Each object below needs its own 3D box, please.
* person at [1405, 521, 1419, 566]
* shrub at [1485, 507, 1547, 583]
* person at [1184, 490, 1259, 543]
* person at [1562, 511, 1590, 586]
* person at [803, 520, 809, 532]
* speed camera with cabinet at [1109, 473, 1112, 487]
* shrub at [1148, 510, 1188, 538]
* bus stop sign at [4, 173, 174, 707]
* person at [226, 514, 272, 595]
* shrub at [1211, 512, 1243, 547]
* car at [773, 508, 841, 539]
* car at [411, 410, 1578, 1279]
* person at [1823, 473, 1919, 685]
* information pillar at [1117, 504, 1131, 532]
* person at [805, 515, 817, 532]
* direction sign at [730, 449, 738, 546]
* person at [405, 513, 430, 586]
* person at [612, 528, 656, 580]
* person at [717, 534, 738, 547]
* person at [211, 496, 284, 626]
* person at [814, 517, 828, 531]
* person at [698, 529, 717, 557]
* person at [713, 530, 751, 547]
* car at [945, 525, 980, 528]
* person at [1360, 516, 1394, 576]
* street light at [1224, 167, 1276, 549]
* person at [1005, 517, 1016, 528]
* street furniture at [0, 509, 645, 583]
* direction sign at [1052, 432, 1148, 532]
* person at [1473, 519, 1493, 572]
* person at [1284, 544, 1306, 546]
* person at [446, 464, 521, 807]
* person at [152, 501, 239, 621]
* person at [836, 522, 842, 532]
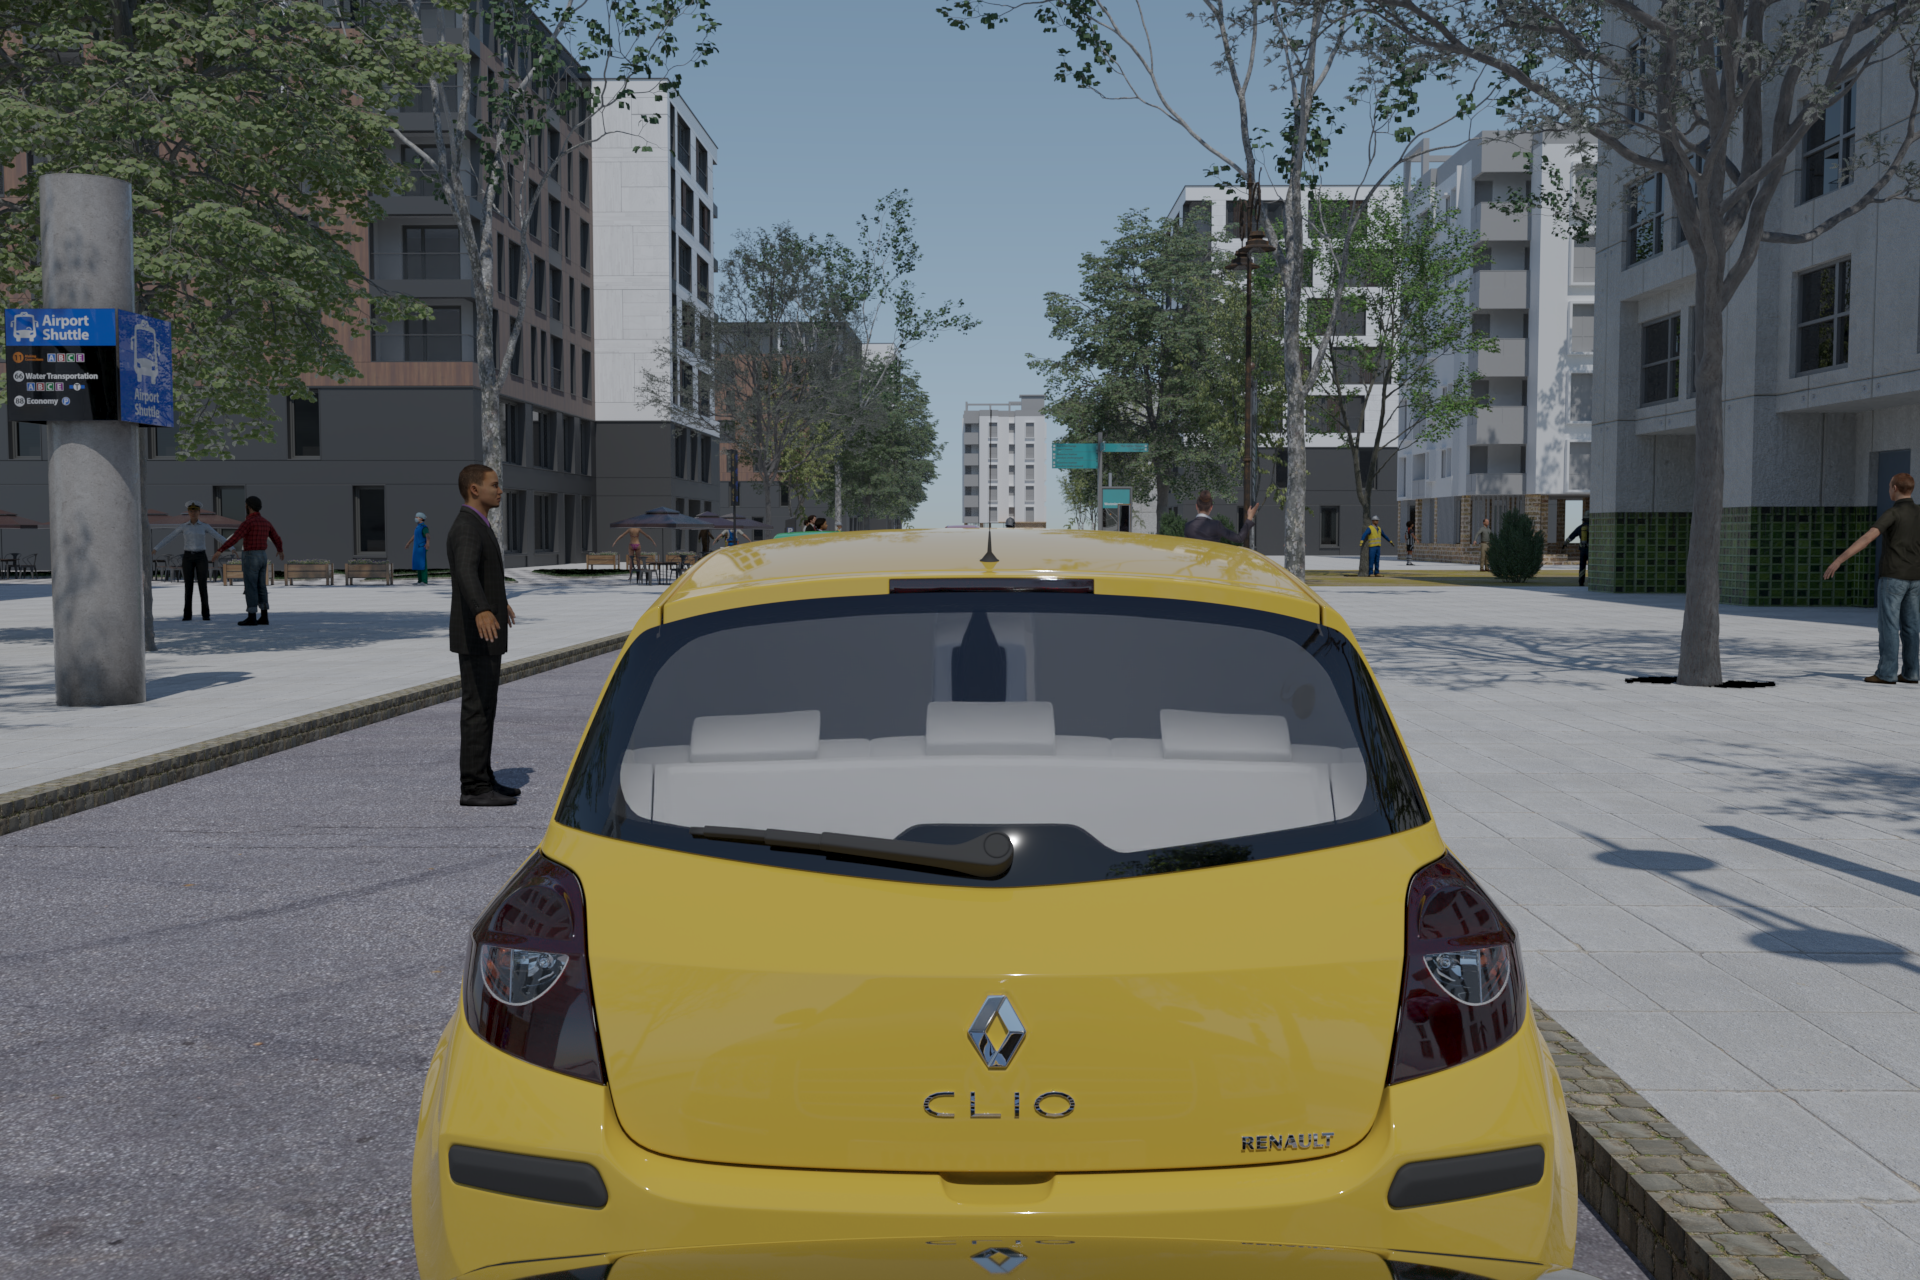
[{"bbox_3d":[18.330,-3.933,70.446,0.704,1.843,1.345,0,4,-6],"label":"person"},{"bbox_3d":[14.672,-2.530,45.782,1.690,2.028,1.600,0,3,0],"label":"shrub"},{"bbox_3d":[2.649,-0.661,17.655,0.742,1.727,0.445,0,4,2],"label":"person"},{"bbox_3d":[15.438,-2.250,42.574,1.354,1.856,0.705,3,5,42],"label":"person"},{"bbox_3d":[-5.657,-3.557,64.340,0.705,1.806,1.347,0,4,-2],"label":"person"},{"bbox_3d":[5.016,-3.733,55.371,0.660,3.252,2.038,0,4,2],"label":"speed camera with cabinet"},{"bbox_3d":[6.209,-2.841,50.862,1.690,2.028,1.600,0,3,0],"label":"shrub"},{"bbox_3d":[-6.518,-1.469,13.033,0.837,3.901,0.837,0,4,1],"label":"bus stop sign"},{"bbox_3d":[-15.041,-1.830,36.749,1.217,1.735,0.721,-1,4,-18],"label":"person"},{"bbox_3d":[8.747,-3.286,58.152,1.690,2.028,1.600,0,3,0],"label":"shrub"},{"bbox_3d":[-1.822,-0.859,22.842,1.959,1.807,4.718,0,4,1],"label":"car"},{"bbox_3d":[0.050,0.371,4.163,2.015,1.641,3.980,0,3,0],"label":"car"},{"bbox_3d":[8.043,-0.529,14.865,1.348,1.803,0.705,-1,4,-16],"label":"person"},{"bbox_3d":[3.990,-2.307,42.209,0.304,2.012,0.304,0,4,1],"label":"information pillar"},{"bbox_3d":[-4.044,-2.542,47.748,0.705,1.806,1.347,1,4,21],"label":"person"},{"bbox_3d":[-6.052,-3.333,46.493,0.379,3.537,0.876,0,4,3],"label":"direction sign"},{"bbox_3d":[-13.449,-2.262,43.112,0.704,1.817,1.347,-3,5,-40],"label":"person"},{"bbox_3d":[-9.131,-2.556,48.596,1.217,1.733,0.721,-1,4,-13],"label":"person"},{"bbox_3d":[-10.542,-4.471,78.863,0.705,1.858,1.354,3,4,37],"label":"person"},{"bbox_3d":[-9.923,-1.113,24.309,0.704,1.816,1.345,1,4,20],"label":"person"},{"bbox_3d":[-2.500,-1.417,32.347,0.721,1.740,1.216,-1,4,-13],"label":"person"},{"bbox_3d":[-10.597,-4.049,72.345,0.704,1.812,1.346,-3,5,-41],"label":"person"},{"bbox_3d":[-7.719,-3.238,58.796,1.347,1.847,0.705,0,4,-7],"label":"person"},{"bbox_3d":[0.124,-3.892,72.309,2.281,1.827,5.304,0,4,2],"label":"car"},{"bbox_3d":[12.419,-2.803,51.791,1.349,1.833,0.705,-2,4,-30],"label":"person"},{"bbox_3d":[3.714,-3.031,22.348,0.468,5.910,1.993,0,4,2],"label":"street light"},{"bbox_3d":[1.270,-2.151,43.396,1.354,1.858,0.705,2,4,28],"label":"person"},{"bbox_3d":[-24.188,-2.866,51.896,27.439,1.986,14.083,0,4,4],"label":"street furniture"},{"bbox_3d":[3.684,-3.439,44.998,2.525,3.948,1.411,0,4,-1],"label":"direction sign"},{"bbox_3d":[17.933,-3.229,59.059,1.348,1.796,0.705,-2,4,-31],"label":"person"},{"bbox_3d":[13.993,-3.861,72.394,0.991,1.433,0.599,-1,4,-12],"label":"person"},{"bbox_3d":[-2.533,-0.034,9.234,0.704,1.802,1.346,-1,4,-11],"label":"person"},{"bbox_3d":[-11.322,-1.172,25.622,1.216,1.778,0.721,-1,4,-18],"label":"person"},{"bbox_3d":[-4.778,-3.871,69.748,0.721,1.772,1.216,0,4,7],"label":"person"}]
